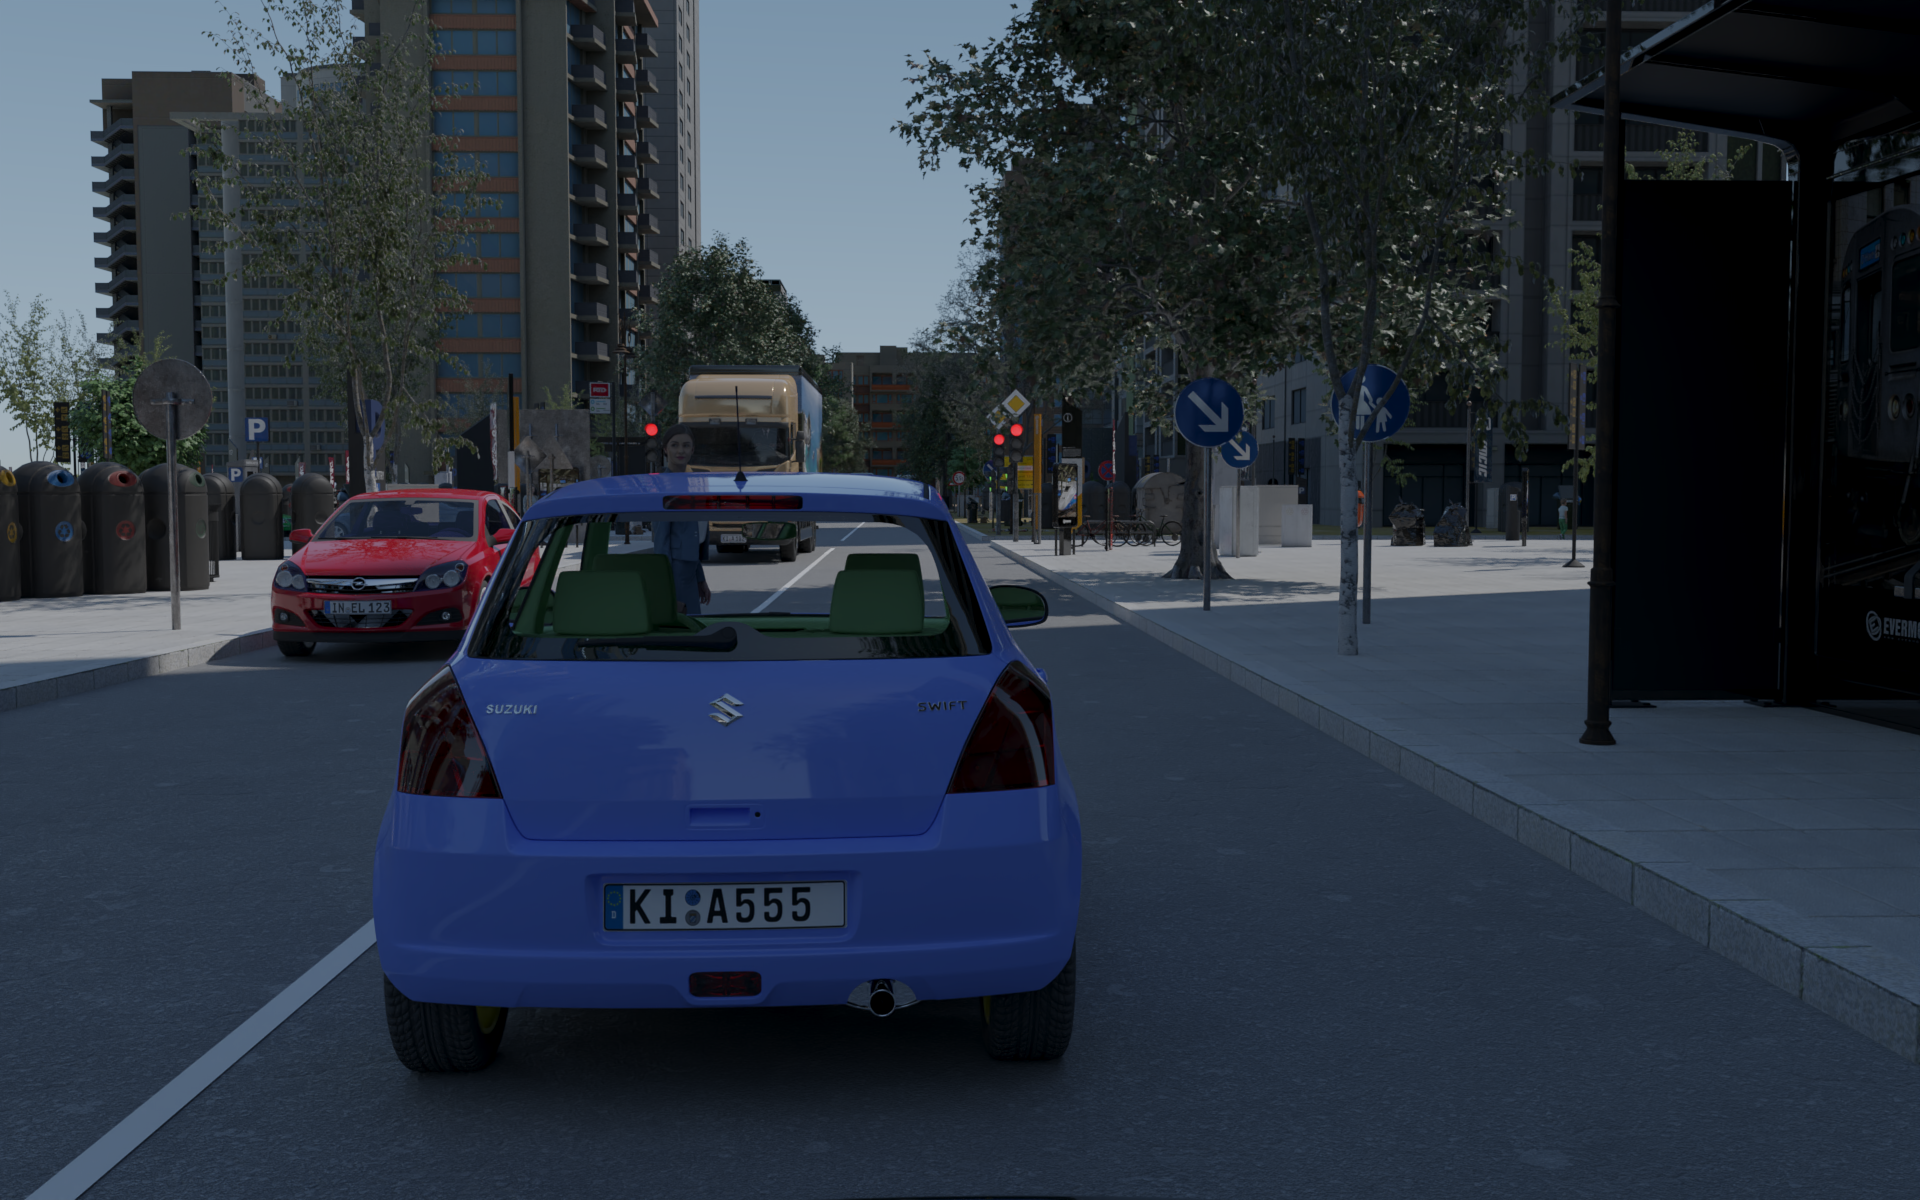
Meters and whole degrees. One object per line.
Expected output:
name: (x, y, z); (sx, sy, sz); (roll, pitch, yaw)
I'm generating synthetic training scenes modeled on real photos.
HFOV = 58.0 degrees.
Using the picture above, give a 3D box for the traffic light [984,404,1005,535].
traffic light: (1.192, -4.003, 54.377); (0.839, 4.253, 0.868); (0, 4, -2)

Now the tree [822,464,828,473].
tree: (-12.318, -9.588, 140.473); (4.285, 4.588, 4.351); (0, 3, 0)

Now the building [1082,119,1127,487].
building: (23.001, -51.898, 161.206); (22.319, 86.520, 31.000); (0, 4, -2)

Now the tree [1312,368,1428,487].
tree: (14.415, -6.752, 60.756); (4.737, 8.622, 4.395); (0, 3, 0)

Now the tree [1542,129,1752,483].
tree: (13.823, -5.162, 34.754); (4.737, 8.622, 4.395); (0, 3, 0)

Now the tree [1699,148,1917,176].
tree: (14.604, -4.795, 28.763); (4.360, 8.622, 3.978); (0, 3, 0)

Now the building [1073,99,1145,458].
building: (18.343, -30.663, 184.937); (14.154, 41.232, 14.086); (0, 4, -2)

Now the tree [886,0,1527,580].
tree: (3.693, -6.662, 25.927); (9.611, 12.733, 9.660); (0, 3, 0)

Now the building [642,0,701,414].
building: (-38.100, -45.316, 179.160); (20.611, 71.187, 20.563); (0, 4, -2)

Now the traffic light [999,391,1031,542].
traffic light: (1.477, -3.515, 46.397); (0.839, 4.253, 0.868); (0, 4, -2)

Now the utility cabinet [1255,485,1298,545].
utility cabinet: (7.808, -2.110, 43.183); (1.173, 1.500, 0.318); (-1, 4, -11)

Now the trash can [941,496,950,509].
trash can: (-1.055, -6.820, 123.161); (0.748, 1.137, 0.748); (0, 3, 0)

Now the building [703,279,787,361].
building: (-30.384, -28.208, 232.908); (14.107, 30.474, 14.160); (0, 4, -2)

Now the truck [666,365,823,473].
truck: (-4.712, -3.126, 40.026); (2.839, 4.237, 11.283); (0, 4, -1)

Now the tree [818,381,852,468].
tree: (-11.749, -12.093, 132.138); (7.601, 10.594, 8.767); (-1, 4, -19)

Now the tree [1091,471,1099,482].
tree: (9.208, -8.001, 125.424); (1.663, 3.219, 1.824); (0, 3, 0)

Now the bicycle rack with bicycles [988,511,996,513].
bicycle rack with bicycles: (3.216, -6.260, 115.734); (2.852, 0.926, 2.925); (1, 4, 22)

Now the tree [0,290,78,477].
tree: (-33.442, -6.885, 62.926); (4.737, 8.622, 4.395); (0, 3, 0)

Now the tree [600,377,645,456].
tree: (-20.203, -9.540, 106.338); (4.360, 8.622, 3.978); (0, 3, 0)

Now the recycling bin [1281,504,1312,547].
recycling bin: (8.185, -1.806, 42.082); (0.722, 1.027, 0.722); (1, 4, 11)

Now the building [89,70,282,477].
building: (-79.981, -32.467, 180.947); (14.200, 45.320, 14.600); (0, 4, -2)

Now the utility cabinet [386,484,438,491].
utility cabinet: (-12.375, -1.857, 39.047); (1.173, 1.500, 0.318); (-3, 4, -38)

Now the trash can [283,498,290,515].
trash can: (-24.695, -3.133, 62.870); (0.748, 1.137, 0.748); (0, 3, 0)

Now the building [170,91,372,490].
building: (-60.166, -29.433, 173.110); (23.993, 40.220, 32.217); (0, 4, -2)

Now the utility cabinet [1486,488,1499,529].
utility cabinet: (19.730, -3.370, 63.784); (0.318, 1.500, 1.173); (3, 4, 36)

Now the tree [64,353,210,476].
tree: (-19.255, -3.489, 40.752); (4.285, 4.588, 4.351); (0, 3, 0)

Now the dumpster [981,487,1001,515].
dumpster: (1.972, -6.327, 109.206); (1.264, 1.857, 1.865); (0, 4, -2)

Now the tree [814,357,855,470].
tree: (-11.827, -11.939, 120.950); (9.928, 11.665, 9.643); (0, 3, 0)

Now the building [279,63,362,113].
building: (-75.660, -42.366, 234.689); (28.212, 58.520, 21.231); (0, 4, -2)

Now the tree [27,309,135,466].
tree: (-34.452, -7.221, 68.422); (4.360, 8.622, 3.978); (0, 3, 0)

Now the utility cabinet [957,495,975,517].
utility cabinet: (0.355, -5.375, 99.048); (1.020, 1.237, 0.306); (0, 4, 4)

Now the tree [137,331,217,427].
tree: (-35.617, -7.747, 77.022); (4.737, 8.622, 4.395); (0, 3, 0)

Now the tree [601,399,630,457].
tree: (-25.475, -10.769, 126.440); (4.737, 8.622, 4.395); (0, 3, 0)

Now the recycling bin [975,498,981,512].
recycling bin: (1.113, -7.022, 127.363); (0.722, 1.027, 0.722); (1, 4, 13)

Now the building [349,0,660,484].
building: (-36.759, -29.815, 142.093); (22.147, 44.769, 28.867); (0, 4, -2)

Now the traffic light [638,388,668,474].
traffic light: (-8.127, -3.493, 46.038); (0.839, 4.253, 0.868); (0, 4, -2)

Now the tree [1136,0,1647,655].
tree: (3.102, -3.852, 13.343); (4.360, 8.622, 3.978); (0, 3, 0)

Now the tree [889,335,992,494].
tree: (-1.845, -21.068, 200.347); (12.611, 20.169, 13.585); (0, 3, 0)

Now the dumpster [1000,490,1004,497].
dumpster: (3.599, -7.261, 121.207); (1.502, 2.255, 1.985); (0, 4, -2)

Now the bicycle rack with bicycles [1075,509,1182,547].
bicycle rack with bicycles: (4.083, -1.806, 42.910); (2.925, 0.926, 2.852); (0, 4, 6)

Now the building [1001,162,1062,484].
building: (12.701, -35.689, 233.617); (14.200, 45.320, 14.600); (0, 4, -2)

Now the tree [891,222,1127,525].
tree: (2.380, -9.948, 73.022); (12.009, 13.543, 11.850); (0, 3, 0)

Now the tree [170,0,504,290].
tree: (-7.774, -4.409, 22.452); (4.360, 8.622, 3.978); (0, 3, 0)

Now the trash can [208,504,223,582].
trash can: (-11.145, -0.833, 25.269); (0.748, 1.137, 0.748); (0, 3, 0)

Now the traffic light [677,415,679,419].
traffic light: (-8.413, -3.982, 54.018); (0.839, 4.253, 0.868); (0, 4, -2)

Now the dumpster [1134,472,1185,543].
dumpster: (5.402, -2.489, 46.450); (1.264, 1.857, 1.865); (0, 4, -2)

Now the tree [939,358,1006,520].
tree: (1.359, -8.346, 86.824); (4.360, 8.622, 3.978); (0, 3, 0)

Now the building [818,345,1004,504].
building: (-9.111, -24.236, 241.301); (28.899, 21.520, 27.650); (0, 4, -2)

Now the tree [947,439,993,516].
tree: (0.703, -7.314, 103.299); (4.285, 4.588, 4.351); (0, 3, 0)

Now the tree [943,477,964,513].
tree: (-0.134, -7.677, 120.118); (1.663, 3.219, 1.824); (0, 3, 0)

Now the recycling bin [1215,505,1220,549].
recycling bin: (6.256, -1.728, 40.802); (0.722, 1.027, 0.722); (2, 4, 33)

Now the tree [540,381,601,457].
tree: (-26.142, -9.942, 112.918); (4.737, 8.622, 4.395); (0, 3, 0)

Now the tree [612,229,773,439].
tree: (-10.542, -9.697, 75.548); (9.611, 12.733, 9.660); (0, 3, 0)
